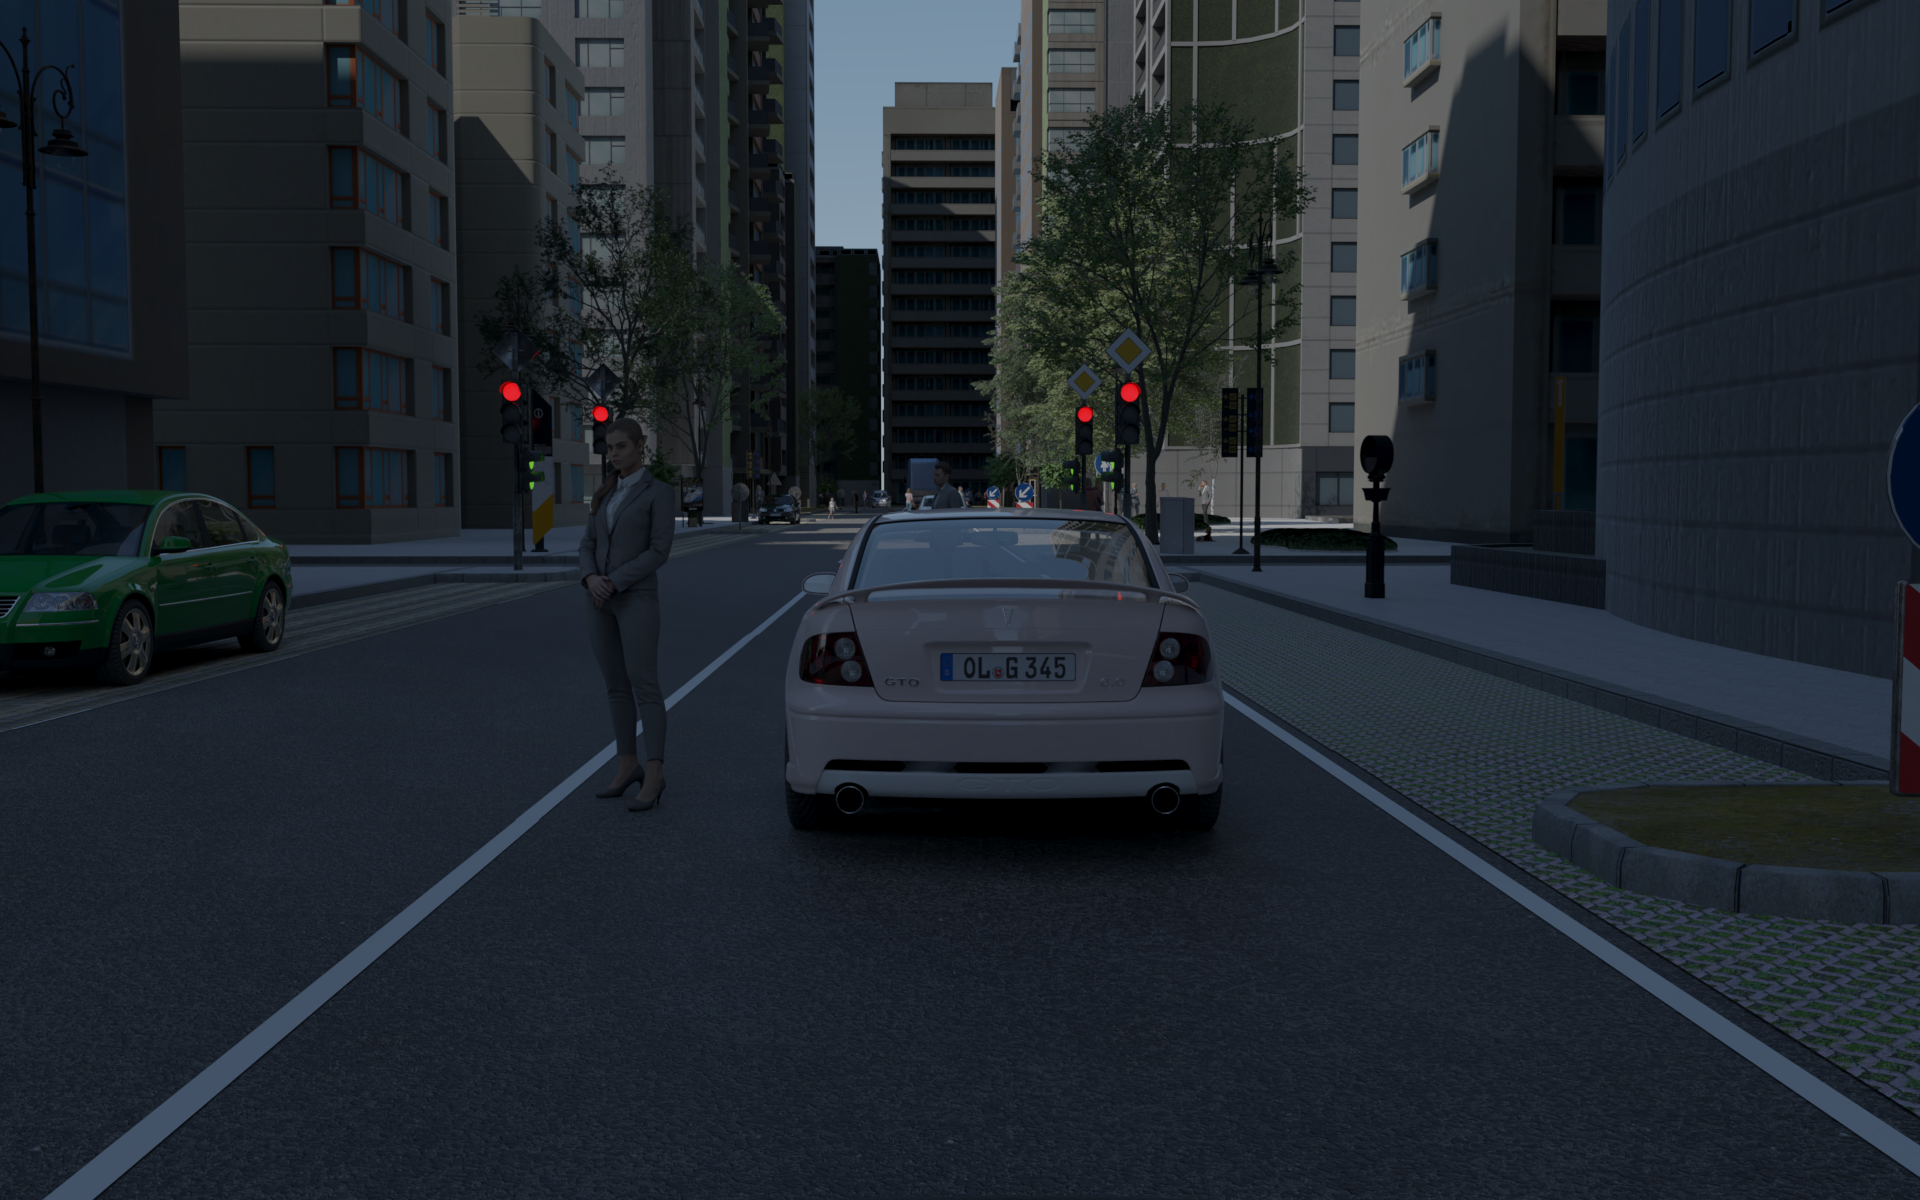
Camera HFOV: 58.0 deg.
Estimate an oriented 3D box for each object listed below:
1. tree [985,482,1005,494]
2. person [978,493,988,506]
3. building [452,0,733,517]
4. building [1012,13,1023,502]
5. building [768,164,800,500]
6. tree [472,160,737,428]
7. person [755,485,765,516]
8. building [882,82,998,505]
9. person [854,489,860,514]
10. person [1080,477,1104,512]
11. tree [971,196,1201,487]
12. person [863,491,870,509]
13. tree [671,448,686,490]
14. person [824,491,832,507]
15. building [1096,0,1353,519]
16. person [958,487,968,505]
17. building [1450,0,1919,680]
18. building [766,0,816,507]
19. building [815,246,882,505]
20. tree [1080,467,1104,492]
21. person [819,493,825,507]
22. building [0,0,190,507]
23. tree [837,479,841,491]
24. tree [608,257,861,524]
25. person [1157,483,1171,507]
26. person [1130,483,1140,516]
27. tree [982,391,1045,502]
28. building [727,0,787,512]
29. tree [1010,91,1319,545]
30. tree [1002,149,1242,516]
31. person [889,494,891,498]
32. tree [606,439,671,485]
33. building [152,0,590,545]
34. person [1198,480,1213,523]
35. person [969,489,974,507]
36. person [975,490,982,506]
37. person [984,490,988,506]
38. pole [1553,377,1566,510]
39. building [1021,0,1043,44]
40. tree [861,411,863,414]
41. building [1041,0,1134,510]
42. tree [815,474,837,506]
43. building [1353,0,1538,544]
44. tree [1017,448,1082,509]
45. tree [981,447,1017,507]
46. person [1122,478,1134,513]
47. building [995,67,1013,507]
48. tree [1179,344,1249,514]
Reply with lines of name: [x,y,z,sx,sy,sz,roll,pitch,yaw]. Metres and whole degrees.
tree: [3.059,-9.051,142.589,1.663,3.219,1.824,0,3,0]
person: [2.221,-9.643,166.972,1.065,1.426,0.557,1,4,14]
building: [-20.772,-25.325,97.664,14.154,41.232,14.086,0,4,-1]
building: [16.235,-32.829,156.370,23.786,49.044,30.456,0,4,-1]
building: [-21.335,-23.049,148.550,14.160,30.474,14.107,0,4,-1]
tree: [-10.111,-7.032,49.382,8.767,10.594,7.601,1,4,8]
person: [-11.603,-5.760,100.402,0.537,1.800,0.526,0,4,-2]
building: [1.545,-35.722,207.753,21.600,48.544,21.300,0,4,-1]
person: [-7.369,-7.082,124.810,0.721,1.766,1.217,-1,4,-12]
person: [3.144,-1.963,40.577,0.580,1.828,0.573,-2,4,-34]
tree: [5.082,-9.991,70.016,9.857,13.997,8.962,0,3,0]
person: [-9.271,-9.948,171.593,0.683,1.767,0.568,0,4,3]
tree: [-10.578,-4.075,61.222,1.663,3.219,1.824,0,3,0]
person: [-13.519,-10.435,177.383,0.721,1.736,1.217,-3,5,-43]
building: [18.986,-40.288,96.966,20.563,71.187,20.611,0,4,-1]
person: [0.038,-4.851,87.928,0.709,1.813,0.853,-3,5,-44]
building: [16.870,-28.758,12.186,21.231,58.520,28.212,0,4,-1]
building: [-28.916,-38.701,174.753,28.212,58.520,21.231,0,4,-1]
building: [-16.315,-26.480,204.652,14.107,30.474,14.160,0,4,-1]
tree: [7.291,-6.383,98.968,1.663,3.219,1.824,0,3,0]
person: [-13.918,-9.987,172.516,0.628,1.438,0.799,1,4,19]
building: [-18.544,-22.489,17.808,14.200,45.320,14.600,0,4,-1]
tree: [-13.767,-11.920,189.489,1.663,3.219,1.824,0,3,0]
tree: [-11.120,-9.068,74.012,9.928,11.665,9.643,0,3,0]
person: [8.399,-3.881,70.165,0.731,1.740,0.598,-1,4,-19]
person: [8.251,-4.584,81.166,0.590,1.801,0.661,3,5,42]
tree: [3.421,-9.159,100.115,4.360,8.622,3.978,0,3,0]
building: [-24.424,-28.848,126.292,22.147,44.769,28.867,0,4,-1]
tree: [4.980,-7.219,43.780,9.928,11.665,9.643,0,3,0]
tree: [5.282,-8.461,56.463,7.486,12.596,7.792,0,3,0]
person: [-7.394,-10.303,180.188,0.421,1.427,0.697,3,5,41]
tree: [-10.759,-3.775,56.316,1.663,3.219,1.824,0,3,0]
building: [-29.022,-12.981,57.287,27.650,21.520,28.899,0,4,-1]
person: [9.226,-3.608,65.220,0.473,1.802,0.592,0,4,-7]
person: [0.817,-7.090,124.410,0.705,1.826,1.348,0,4,-4]
person: [2.121,-11.160,189.295,1.217,1.735,0.721,-3,4,-37]
person: [2.787,-10.560,179.375,0.721,1.739,1.217,1,4,23]
pole: [10.452,-2.225,30.229,0.158,3.312,0.155,0,3,0]
building: [11.993,-29.602,134.102,14.600,45.320,14.200,0,4,-1]
tree: [-13.102,-14.370,160.698,9.928,11.665,9.643,0,3,0]
building: [12.593,-26.699,120.120,14.154,41.232,14.086,0,4,-1]
tree: [-13.376,-10.589,167.734,1.663,3.219,1.824,0,3,0]
building: [23.338,-26.107,50.555,21.600,48.544,21.300,0,4,-1]
tree: [6.374,-7.718,109.901,4.285,4.588,4.351,0,3,0]
tree: [3.107,-8.064,115.566,4.285,4.588,4.351,0,3,0]
person: [5.551,-3.220,58.548,0.638,1.841,0.748,-2,4,-26]
building: [10.824,-32.360,179.193,14.600,45.320,14.200,0,4,-1]
tree: [12.492,-8.255,85.325,4.360,8.622,3.978,0,3,0]
